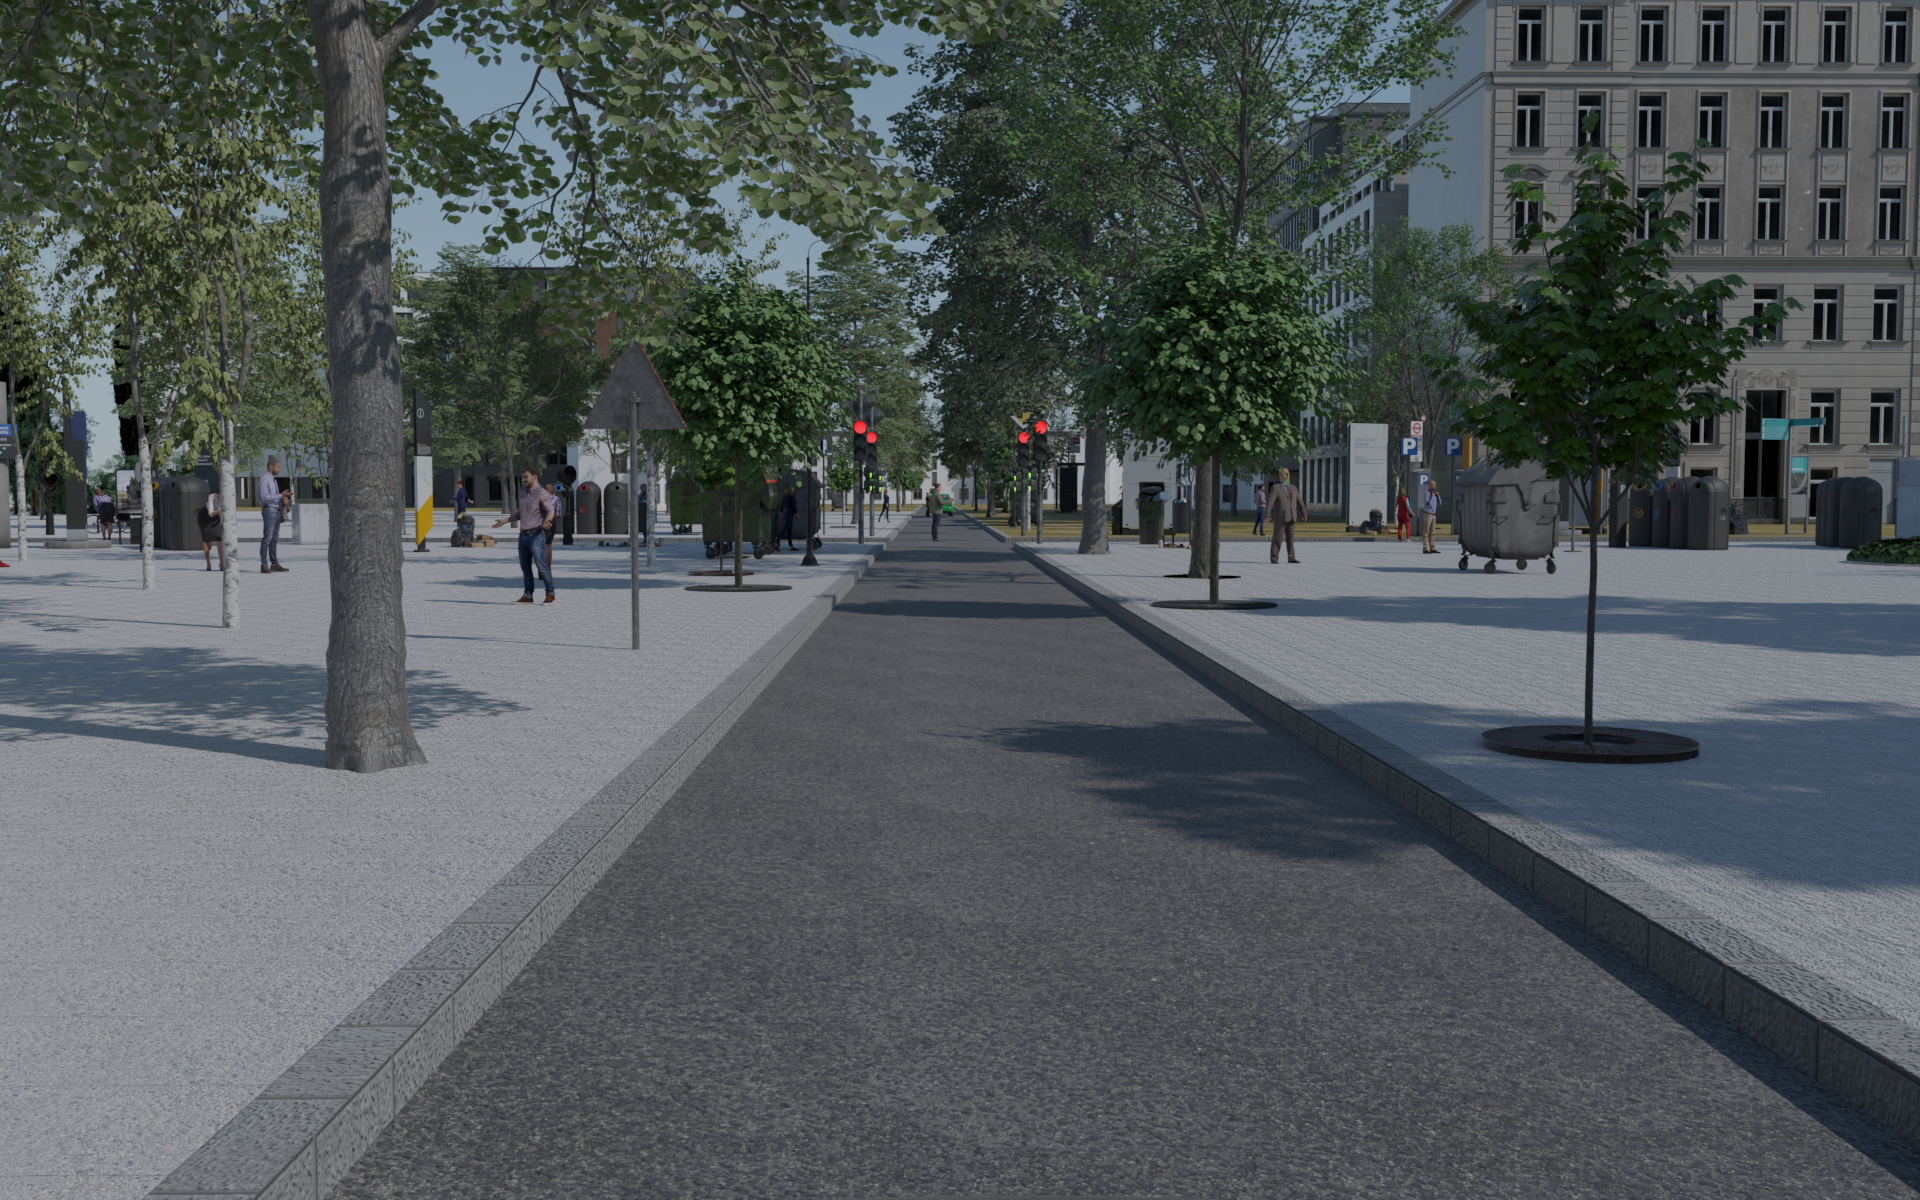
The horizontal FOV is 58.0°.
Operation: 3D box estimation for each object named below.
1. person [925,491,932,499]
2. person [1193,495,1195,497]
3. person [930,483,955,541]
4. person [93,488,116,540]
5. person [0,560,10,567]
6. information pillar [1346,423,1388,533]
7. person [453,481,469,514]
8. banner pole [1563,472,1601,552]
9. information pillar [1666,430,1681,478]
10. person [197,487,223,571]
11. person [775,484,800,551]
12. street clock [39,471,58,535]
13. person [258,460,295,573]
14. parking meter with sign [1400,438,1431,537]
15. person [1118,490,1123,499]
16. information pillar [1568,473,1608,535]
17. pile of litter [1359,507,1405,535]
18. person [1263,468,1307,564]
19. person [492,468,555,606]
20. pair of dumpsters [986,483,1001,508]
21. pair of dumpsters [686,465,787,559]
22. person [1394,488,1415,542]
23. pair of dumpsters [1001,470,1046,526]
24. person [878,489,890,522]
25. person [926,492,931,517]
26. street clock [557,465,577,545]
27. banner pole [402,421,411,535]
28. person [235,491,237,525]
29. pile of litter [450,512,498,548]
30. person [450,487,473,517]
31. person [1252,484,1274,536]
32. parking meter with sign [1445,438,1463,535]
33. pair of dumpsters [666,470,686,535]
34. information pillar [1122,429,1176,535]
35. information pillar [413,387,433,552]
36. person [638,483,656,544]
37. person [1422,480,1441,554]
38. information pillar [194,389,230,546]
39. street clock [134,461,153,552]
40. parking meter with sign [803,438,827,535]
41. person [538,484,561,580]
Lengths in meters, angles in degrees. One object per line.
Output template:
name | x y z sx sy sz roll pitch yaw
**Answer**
person | -2.614 -8.801 153.105 1.217 1.736 0.721 -3 4 -37
person | 19.171 -8.104 138.555 1.348 1.822 0.705 -2 4 -27
person | -0.533 -2.666 52.619 0.750 1.759 0.617 0 4 -6
person | -21.970 -2.150 44.432 0.697 1.427 0.421 3 4 36
person | -16.953 -1.359 30.139 0.647 1.594 0.662 3 5 41
information pillar | 13.603 -4.071 57.876 1.656 3.620 0.184 -2 4 -29
person | -17.401 -3.273 60.253 0.504 1.737 0.576 0 4 -1
banner pole | 13.810 -2.954 38.310 0.863 3.779 0.401 -1 4 -9
information pillar | 21.498 -3.726 52.268 0.183 3.616 0.504 -2 4 -26
person | -12.411 -1.203 28.906 0.799 1.438 0.628 1 4 13
person | -3.896 -1.851 38.845 0.480 1.512 0.613 3 5 41
street clock | -28.366 -3.020 53.940 0.358 2.002 0.471 2 4 26
person | -11.081 -1.362 28.185 0.599 1.838 0.709 0 4 -3
parking meter with sign | 13.936 -3.446 52.605 0.543 3.016 1.738 0 4 -8
person | 18.739 -11.807 199.221 1.348 1.807 0.705 -1 4 -21
information pillar | 19.981 -3.926 55.511 0.184 3.620 1.656 -3 5 -39
pile of litter | 13.431 -2.516 55.100 1.719 0.858 1.176 -1 4 -14
person | 6.029 -1.552 31.967 0.990 1.755 0.434 -2 4 -23
person | -4.942 -0.731 19.953 0.963 1.587 0.435 2 4 30
pair of dumpsters | 2.575 -6.975 116.540 1.574 2.255 4.436 0 4 -1
pair of dumpsters | -4.535 -2.050 36.015 1.574 2.255 4.436 0 4 -1
person | 12.992 -2.473 50.642 0.444 1.614 0.593 -1 4 -13
pair of dumpsters | 2.682 -4.205 71.247 1.574 2.255 4.436 0 4 -1
person | -3.427 -4.271 78.412 0.613 1.512 0.480 0 4 6
person | -1.954 -5.999 108.854 0.388 1.546 0.482 1 4 19
street clock | -9.855 -2.379 43.474 0.358 2.002 0.471 2 4 31
banner pole | -17.761 -3.951 54.619 0.863 3.779 0.401 1 4 13
person | -28.854 -3.734 68.560 0.593 1.643 0.415 2 4 30
pile of litter | -11.767 -1.723 42.142 1.176 0.858 1.719 1 4 17
person | -20.467 -3.865 71.187 0.963 1.587 0.435 -1 4 -21
person | 9.161 -2.730 52.631 0.435 1.587 0.963 -1 4 -22
parking meter with sign | 15.809 -3.545 54.214 0.543 3.016 1.738 3 5 42
pair of dumpsters | -8.464 -3.255 55.715 1.574 2.255 4.436 0 4 -1
information pillar | 5.879 -3.819 53.755 1.656 3.620 0.184 0 4 6
information pillar | -11.854 -2.866 38.212 0.183 3.616 0.504 2 4 25
person | -8.012 -2.196 44.158 0.429 1.552 0.499 -3 5 -43
person | 10.149 -1.783 37.257 0.516 1.574 0.319 -3 5 -39
information pillar | -18.557 -3.282 43.039 0.750 3.857 0.750 0 4 7
street clock | -17.912 -2.047 38.034 0.358 2.002 0.471 -3 5 -44
parking meter with sign | -5.100 -3.568 54.603 1.738 3.016 0.543 1 4 9
person | -6.195 -1.018 25.920 0.421 1.427 0.697 0 4 0
